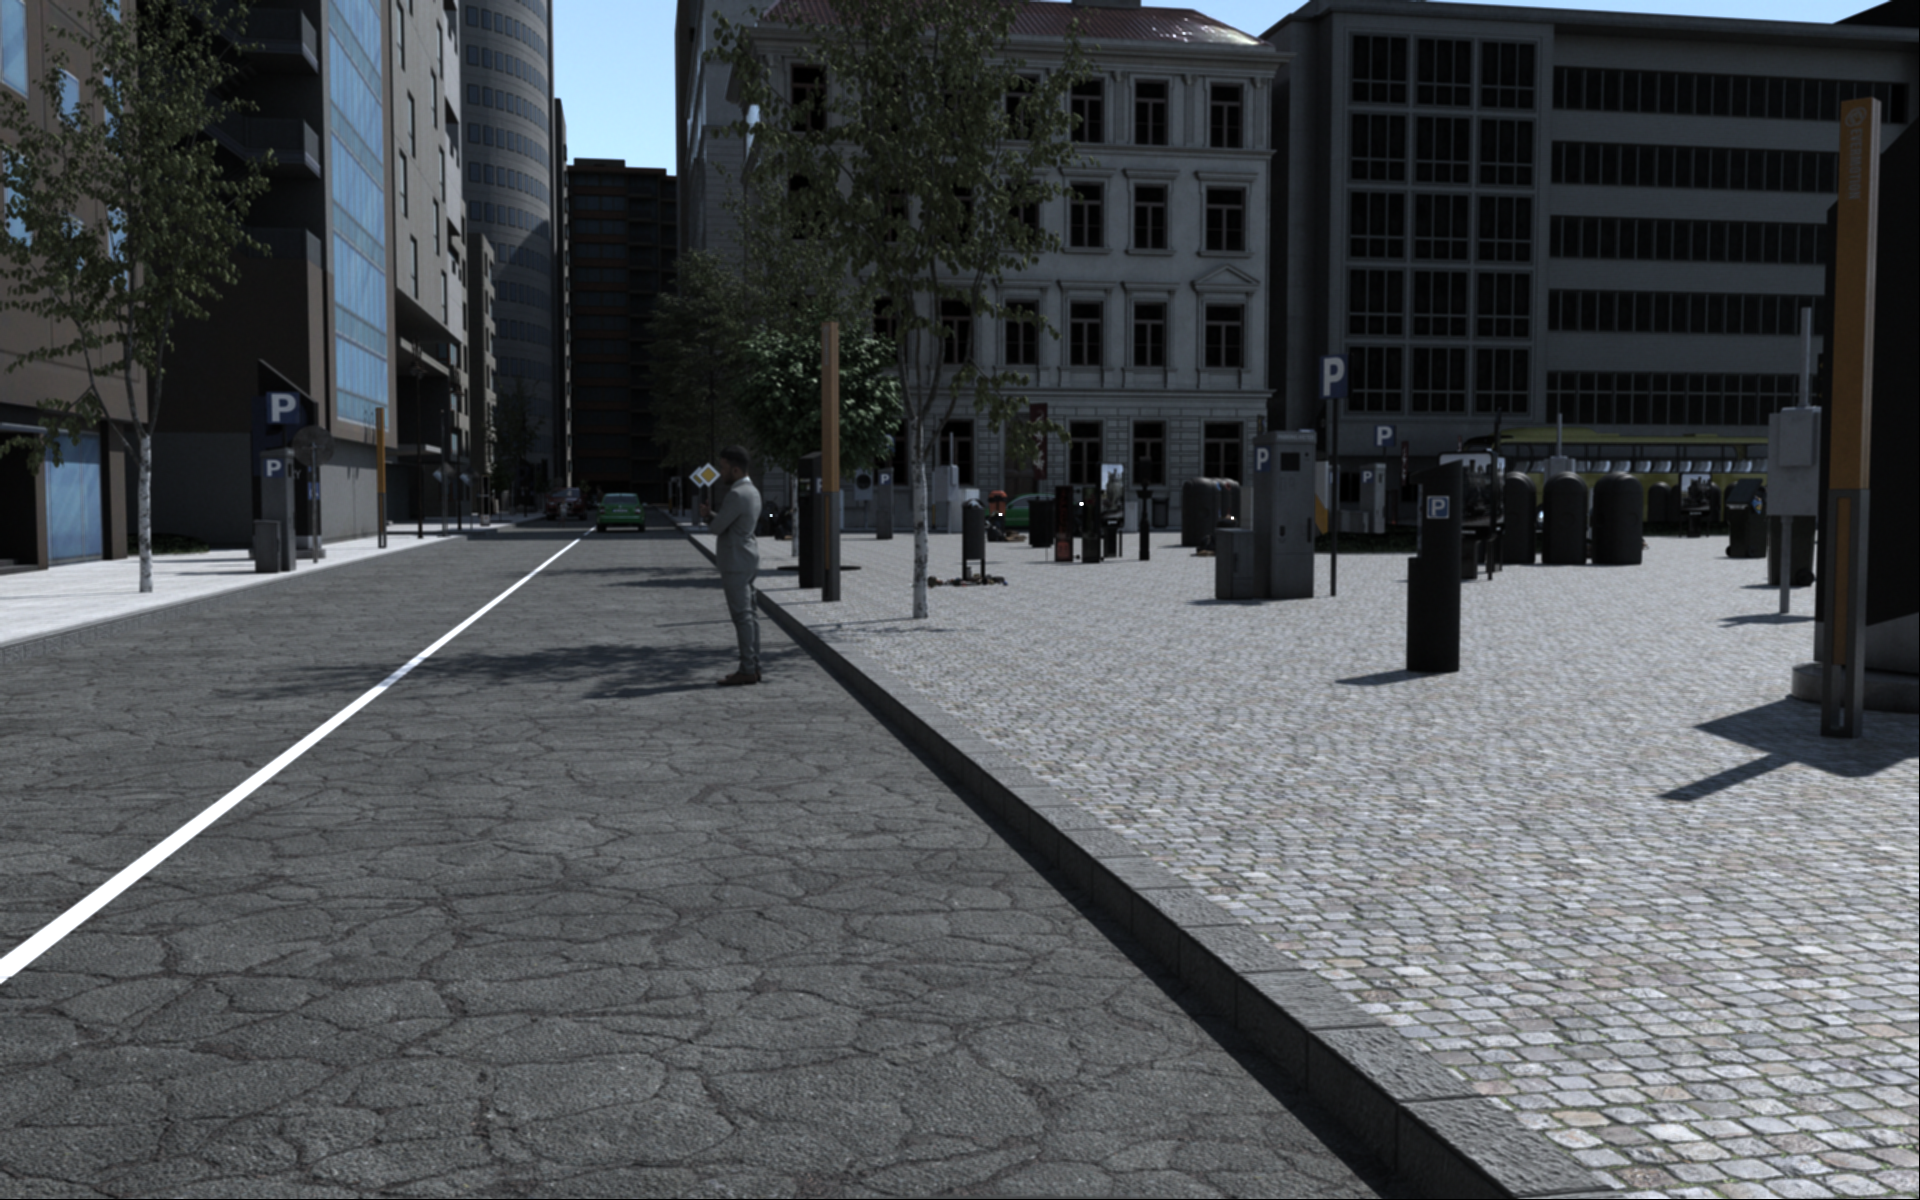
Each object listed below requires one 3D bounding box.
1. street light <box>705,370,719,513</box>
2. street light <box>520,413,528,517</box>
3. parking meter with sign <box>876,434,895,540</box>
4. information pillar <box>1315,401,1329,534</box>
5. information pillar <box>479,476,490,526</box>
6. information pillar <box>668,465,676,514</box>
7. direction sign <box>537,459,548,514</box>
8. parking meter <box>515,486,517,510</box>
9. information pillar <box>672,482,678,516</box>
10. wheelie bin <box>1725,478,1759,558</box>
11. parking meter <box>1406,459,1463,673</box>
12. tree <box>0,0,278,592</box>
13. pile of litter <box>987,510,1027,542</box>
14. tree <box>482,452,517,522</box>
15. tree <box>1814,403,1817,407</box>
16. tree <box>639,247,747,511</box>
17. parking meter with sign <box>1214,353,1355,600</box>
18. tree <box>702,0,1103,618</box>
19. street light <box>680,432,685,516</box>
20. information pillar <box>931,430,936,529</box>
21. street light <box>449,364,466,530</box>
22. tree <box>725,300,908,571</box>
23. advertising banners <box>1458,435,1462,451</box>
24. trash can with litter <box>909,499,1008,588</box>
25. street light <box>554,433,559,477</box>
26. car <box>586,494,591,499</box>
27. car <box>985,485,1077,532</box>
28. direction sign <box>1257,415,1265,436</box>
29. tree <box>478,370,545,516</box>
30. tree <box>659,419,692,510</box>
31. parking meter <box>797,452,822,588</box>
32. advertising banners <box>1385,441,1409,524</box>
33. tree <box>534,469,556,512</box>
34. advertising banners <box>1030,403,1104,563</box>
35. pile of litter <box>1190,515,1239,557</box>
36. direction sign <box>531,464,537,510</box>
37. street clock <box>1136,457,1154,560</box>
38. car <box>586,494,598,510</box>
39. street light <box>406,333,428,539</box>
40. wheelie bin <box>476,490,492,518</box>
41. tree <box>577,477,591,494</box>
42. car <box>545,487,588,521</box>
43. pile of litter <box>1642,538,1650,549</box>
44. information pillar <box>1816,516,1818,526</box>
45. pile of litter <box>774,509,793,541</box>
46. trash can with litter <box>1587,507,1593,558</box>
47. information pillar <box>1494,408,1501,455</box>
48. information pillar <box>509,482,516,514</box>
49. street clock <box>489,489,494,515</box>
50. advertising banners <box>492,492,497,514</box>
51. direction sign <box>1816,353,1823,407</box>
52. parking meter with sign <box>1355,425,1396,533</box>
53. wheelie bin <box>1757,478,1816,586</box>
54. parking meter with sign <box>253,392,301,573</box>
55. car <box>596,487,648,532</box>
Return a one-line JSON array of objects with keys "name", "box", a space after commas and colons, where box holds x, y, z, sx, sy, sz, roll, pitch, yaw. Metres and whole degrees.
[{"name": "street light", "box": [-9.196, -5.602, 64.385, 0.468, 5.910, 1.993, -1, 4, -10]}, {"name": "street light", "box": [-24.313, -7.581, 96.742, 0.468, 5.910, 1.993, -1, 4, -10]}, {"name": "parking meter with sign", "box": [-2.151, -3.253, 49.451, 0.543, 3.016, 1.738, 0, 4, 0]}, {"name": "information pillar", "box": [9.151, -3.204, 43.743, 0.183, 3.616, 0.504, -1, 4, -20]}, {"name": "information pillar", "box": [-18.977, -3.954, 69.146, 0.304, 2.012, 0.304, -3, 4, -36]}, {"name": "information pillar", "box": [-18.877, -7.471, 113.501, 0.504, 3.616, 0.183, -1, 4, -13]}, {"name": "direction sign", "box": [-26.634, -7.288, 111.157, 0.379, 3.537, 0.876, 1, 4, 9]}, {"name": "parking meter", "box": [-32.886, -7.460, 127.677, 0.255, 1.863, 0.399, 0, 4, 6]}, {"name": "information pillar", "box": [-16.670, -5.916, 101.226, 0.304, 2.012, 0.304, 0, 4, 3]}, {"name": "wheelie bin", "box": [15.977, -1.662, 35.089, 0.693, 1.594, 0.980, -1, 4, -18]}, {"name": "parking meter", "box": [3.443, -0.254, 12.567, 0.372, 1.533, 0.369, 0, 3, 0]}, {"name": "tree", "box": [-10.794, -4.416, 22.567, 4.737, 8.622, 4.395, 0, 3, 0]}, {"name": "pile of litter", "box": [1.273, -2.015, 46.912, 1.176, 0.858, 1.719, 2, 4, 24]}, {"name": "tree", "box": [-21.311, -5.204, 79.690, 1.663, 3.219, 1.824, 0, 3, 0]}, {"name": "tree", "box": [24.647, -3.868, 46.954, 4.285, 4.588, 4.351, 0, 3, 0]}, {"name": "tree", "box": [-11.419, -9.913, 80.210, 7.486, 12.596, 7.792, 0, 3, 0]}, {"name": "parking meter with sign", "box": [3.968, -1.533, 21.334, 1.738, 3.016, 0.543, -2, 4, -28]}, {"name": "tree", "box": [-0.434, -4.103, 17.440, 4.737, 8.622, 4.395, 0, 3, 0]}, {"name": "street light", "box": [-16.052, -7.805, 100.404, 0.468, 5.910, 1.993, -1, 4, -10]}, {"name": "information pillar", "box": [-0.963, -4.411, 63.482, 0.183, 3.616, 0.504, 0, 3, 0]}, {"name": "street light", "box": [-17.823, -5.427, 61.515, 0.468, 5.910, 1.993, -1, 4, -10]}, {"name": "tree", "box": [-2.373, -2.805, 29.567, 4.285, 4.588, 4.351, 0, 3, 0]}, {"name": "advertising banners", "box": [15.269, -3.440, 52.435, 0.090, 3.025, 2.074, 2, 4, 28]}, {"name": "trash can with litter", "box": [-0.101, -0.828, 24.591, 1.678, 1.210, 2.233, 2, 4, 32]}, {"name": "street light", "box": [-30.722, -9.725, 131.786, 0.468, 5.910, 1.993, -1, 4, -10]}, {"name": "car", "box": [-35.113, -9.504, 167.186, 2.131, 1.459, 4.920, -1, 4, -10]}, {"name": "car", "box": [2.285, -3.139, 60.124, 4.718, 1.807, 1.959, -1, 4, -9]}, {"name": "direction sign", "box": [8.644, -3.536, 49.809, 0.379, 3.537, 0.876, 1, 4, 22]}, {"name": "tree", "box": [-26.783, -9.361, 103.416, 4.737, 8.622, 4.395, 0, 3, 0]}, {"name": "tree", "box": [-22.579, -11.659, 140.982, 4.360, 8.622, 3.978, 0, 3, 0]}, {"name": "parking meter", "box": [-2.010, -1.097, 23.653, 0.255, 1.863, 0.399, 2, 4, 33]}, {"name": "advertising banners", "box": [14.558, -3.783, 58.040, 0.090, 3.025, 2.074, -1, 4, -10]}, {"name": "tree", "box": [-30.035, -7.903, 123.821, 1.663, 3.219, 1.824, 0, 3, 0]}, {"name": "advertising banners", "box": [1.989, -2.237, 32.755, 0.090, 3.025, 2.074, -3, 4, -38]}, {"name": "pile of litter", "box": [5.631, -1.339, 35.854, 1.719, 0.858, 1.176, 0, 4, 8]}, {"name": "direction sign", "box": [-31.818, -8.435, 129.909, 0.876, 3.537, 0.379, -1, 4, -22]}, {"name": "street clock", "box": [3.573, -1.770, 33.511, 0.358, 2.002, 0.471, 0, 4, 3]}, {"name": "car", "box": [-32.383, -8.840, 154.327, 2.009, 1.686, 4.222, -1, 4, -9]}, {"name": "street light", "box": [-15.593, -4.715, 49.879, 0.468, 5.910, 1.993, -1, 4, -10]}, {"name": "wheelie bin", "box": [-25.852, -5.265, 93.985, 0.693, 1.594, 0.980, 0, 4, 3]}, {"name": "tree", "box": [-43.609, -12.629, 201.091, 1.663, 3.219, 1.824, 0, 3, 0]}, {"name": "car", "box": [-21.539, -5.276, 94.942, 2.281, 1.827, 5.304, -1, 4, -10]}, {"name": "pile of litter", "box": [15.441, -1.604, 40.190, 1.719, 0.858, 1.176, -2, 4, -29]}, {"name": "information pillar", "box": [34.876, -4.044, 70.618, 0.304, 2.012, 0.304, 1, 4, 12]}, {"name": "pile of litter", "box": [-4.486, -2.112, 48.497, 1.719, 0.858, 1.176, -3, 4, -37]}, {"name": "trash can with litter", "box": [12.866, -1.432, 34.808, 1.055, 1.170, 0.624, -3, 5, -40]}, {"name": "information pillar", "box": [14.565, -3.402, 46.983, 0.183, 3.616, 0.504, 2, 4, 28]}, {"name": "information pillar", "box": [-28.219, -6.400, 109.138, 0.304, 2.012, 0.304, 1, 4, 16]}, {"name": "street clock", "box": [-29.214, -6.321, 107.921, 0.358, 2.002, 0.471, -3, 5, -41]}, {"name": "advertising banners", "box": [-29.477, -6.941, 109.674, 0.090, 3.025, 2.074, -2, 4, -25]}, {"name": "direction sign", "box": [14.056, -2.180, 27.642, 0.379, 3.537, 0.876, -2, 4, -30]}, {"name": "parking meter with sign", "box": [10.243, -2.866, 43.113, 0.543, 3.016, 1.738, 3, 4, 36]}, {"name": "wheelie bin", "box": [11.686, -1.007, 24.376, 0.693, 1.594, 0.980, 1, 4, 20]}, {"name": "parking meter with sign", "box": [-11.368, -1.990, 28.790, 0.543, 3.016, 1.738, -1, 4, -11]}, {"name": "car", "box": [-12.969, -3.520, 66.354, 1.959, 1.807, 4.718, -1, 4, -10]}]
